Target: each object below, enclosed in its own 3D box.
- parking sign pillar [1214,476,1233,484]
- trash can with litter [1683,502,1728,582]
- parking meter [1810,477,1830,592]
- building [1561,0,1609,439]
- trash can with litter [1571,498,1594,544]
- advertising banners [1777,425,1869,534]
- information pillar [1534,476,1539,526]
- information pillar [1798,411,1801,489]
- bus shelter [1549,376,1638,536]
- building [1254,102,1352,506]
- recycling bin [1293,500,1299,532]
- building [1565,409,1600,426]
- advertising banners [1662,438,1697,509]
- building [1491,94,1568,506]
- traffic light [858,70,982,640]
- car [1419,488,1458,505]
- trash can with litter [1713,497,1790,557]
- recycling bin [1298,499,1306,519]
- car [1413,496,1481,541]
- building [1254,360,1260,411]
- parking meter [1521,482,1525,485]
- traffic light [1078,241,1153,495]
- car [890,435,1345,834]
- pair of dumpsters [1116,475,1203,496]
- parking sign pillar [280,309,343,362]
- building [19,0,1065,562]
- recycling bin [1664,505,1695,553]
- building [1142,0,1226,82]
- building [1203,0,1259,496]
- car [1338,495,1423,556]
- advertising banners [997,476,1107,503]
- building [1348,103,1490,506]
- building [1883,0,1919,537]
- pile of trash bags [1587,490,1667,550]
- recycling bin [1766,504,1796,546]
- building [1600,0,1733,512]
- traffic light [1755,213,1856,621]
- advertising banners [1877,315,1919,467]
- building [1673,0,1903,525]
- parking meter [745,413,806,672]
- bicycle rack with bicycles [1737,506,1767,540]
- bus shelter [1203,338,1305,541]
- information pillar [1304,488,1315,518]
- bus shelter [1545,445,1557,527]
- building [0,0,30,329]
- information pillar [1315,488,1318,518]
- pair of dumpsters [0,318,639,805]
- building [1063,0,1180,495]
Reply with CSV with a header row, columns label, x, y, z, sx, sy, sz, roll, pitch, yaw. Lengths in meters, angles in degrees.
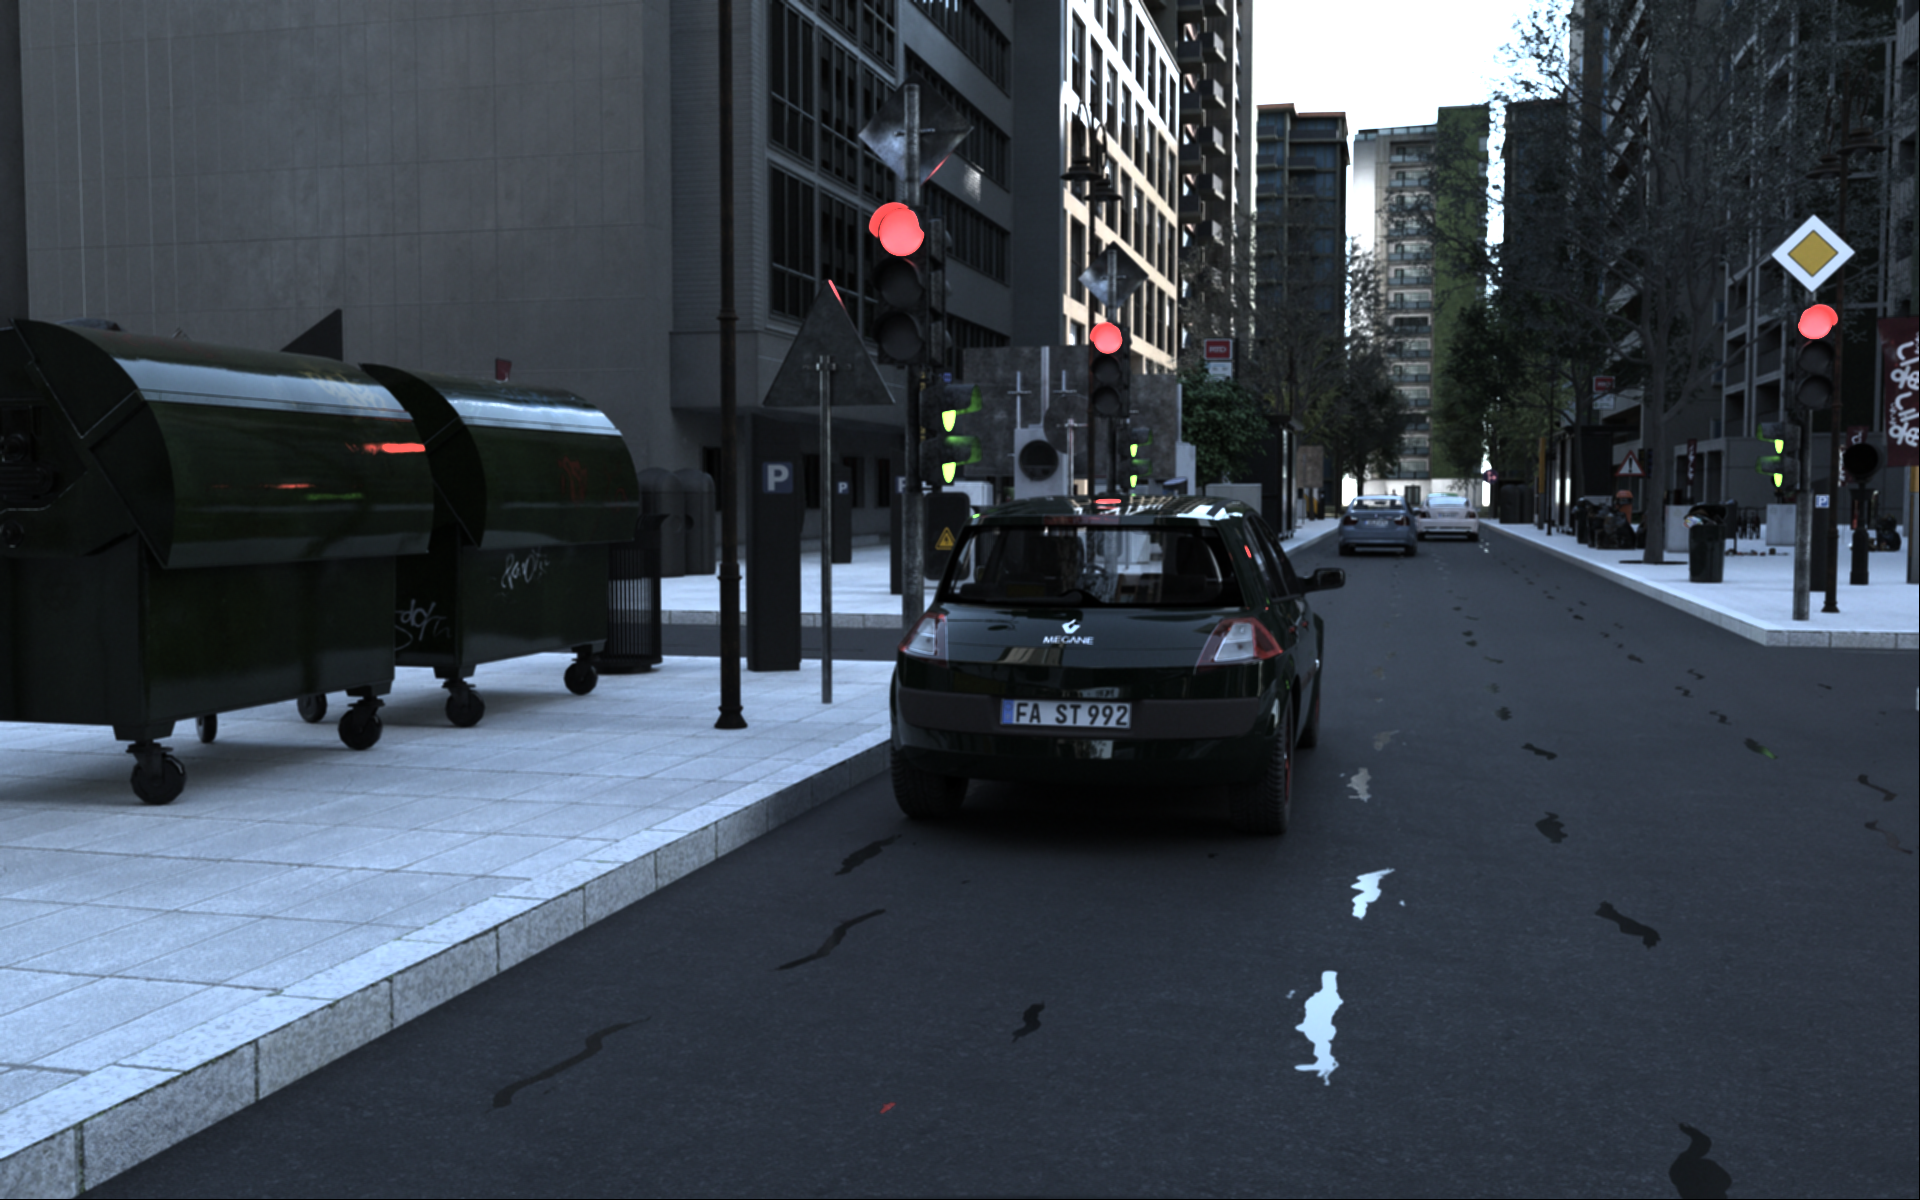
label,x,y,z,sx,sy,sz,roll,pitch,yaw
parking sign pillar,9.181,-4.260,58.117,1.447,3.967,1.447,1,4,14
trash can with litter,10.853,-0.854,25.356,0.624,1.170,1.055,1,4,16
parking meter,11.349,-0.883,22.856,0.372,1.533,0.369,0,3,0
building,58.295,-30.235,144.450,14.600,45.320,14.200,1,4,14
trash can with litter,16.352,-2.032,44.610,1.055,1.170,0.624,-1,4,-10
advertising banners,22.152,-2.954,44.493,2.074,3.025,0.090,2,4,29
information pillar,23.392,-4.009,70.045,0.304,2.012,0.304,1,4,10
information pillar,22.294,-3.332,45.833,0.183,3.616,0.504,3,5,43
bus shelter,20.531,-4.834,56.662,2.179,5.291,8.768,1,4,14
building,28.967,-33.080,195.475,28.867,44.769,22.147,1,4,14
recycling bin,10.870,-2.813,58.554,0.722,1.027,0.722,-1,4,-23
building,55.909,-49.390,120.201,22.319,86.520,31.000,1,4,14
advertising banners,22.949,-3.620,55.372,0.090,3.025,2.074,0,4,-7
building,70.975,-32.428,184.814,28.867,44.769,22.147,1,4,14
traffic light,-0.298,-1.383,11.538,0.839,4.253,0.868,1,4,14
car,20.922,-4.056,75.104,1.959,1.807,4.718,1,4,16
trash can with litter,16.475,-1.547,36.355,2.233,1.210,1.678,0,4,-4
recycling bin,17.555,-4.748,90.178,0.722,1.027,0.722,-1,4,-15
car,15.224,-2.557,54.167,2.083,1.381,4.827,1,4,15
building,11.813,-51.340,152.084,31.000,86.520,22.319,1,4,14
parking meter,28.476,-4.997,87.404,0.255,1.863,0.399,1,4,8
traffic light,1.703,-1.856,19.270,0.839,4.253,0.868,1,4,14
car,0.919,0.058,8.838,2.009,1.686,4.222,1,4,14
pair of dumpsters,3.931,-1.998,35.154,1.574,2.255,4.437,1,4,14
parking sign pillar,-9.658,-2.265,25.510,1.447,3.967,1.447,0,4,5
building,-6.903,-13.796,44.627,14.314,24.678,30.058,1,4,14
recycling bin,15.956,-1.567,38.179,0.722,1.027,0.722,1,4,16
building,4.988,-27.877,110.412,22.147,44.769,28.867,1,4,14
building,14.708,-27.354,130.827,14.154,41.232,14.086,1,4,14
car,10.052,-1.805,41.522,2.014,1.417,4.499,1,4,16
advertising banners,1.631,-1.945,27.992,2.074,3.025,0.090,1,4,10
building,49.117,-30.739,186.174,14.086,41.232,14.154,1,4,14
building,35.601,-17.101,51.310,14.160,30.474,14.107,1,4,14
pile of trash bags,15.970,-1.933,41.359,1.912,1.369,3.447,1,4,15
recycling bin,20.489,-1.861,42.983,0.722,1.027,0.722,3,5,41
building,48.183,-28.868,95.688,21.300,48.544,21.600,1,4,14
traffic light,8.543,-1.749,17.522,0.839,4.253,0.868,1,4,14
advertising banners,9.858,-1.245,16.542,2.074,3.025,0.090,3,5,39
building,43.819,-38.889,74.092,20.563,71.187,20.611,1,4,14
parking meter,-1.344,-0.421,12.600,0.399,1.863,0.255,-1,4,-21
bicycle rack with bicycles,22.184,-2.254,50.230,2.852,0.926,2.925,3,5,40
bus shelter,7.999,-4.248,47.082,2.179,5.291,8.768,1,4,15
information pillar,18.384,-6.127,91.525,0.504,3.616,0.183,-2,4,-34
bus shelter,23.199,-4.385,65.617,2.014,3.302,5.546,1,4,15
building,-26.725,-10.672,39.114,19.286,19.102,10.561,1,4,14
information pillar,18.793,-6.148,91.869,0.504,3.616,0.183,3,4,38
pair of dumpsters,-3.323,-0.407,9.152,1.574,2.255,4.437,1,4,15
building,-2.158,-16.652,76.773,19.350,26.468,34.151,1,4,14
